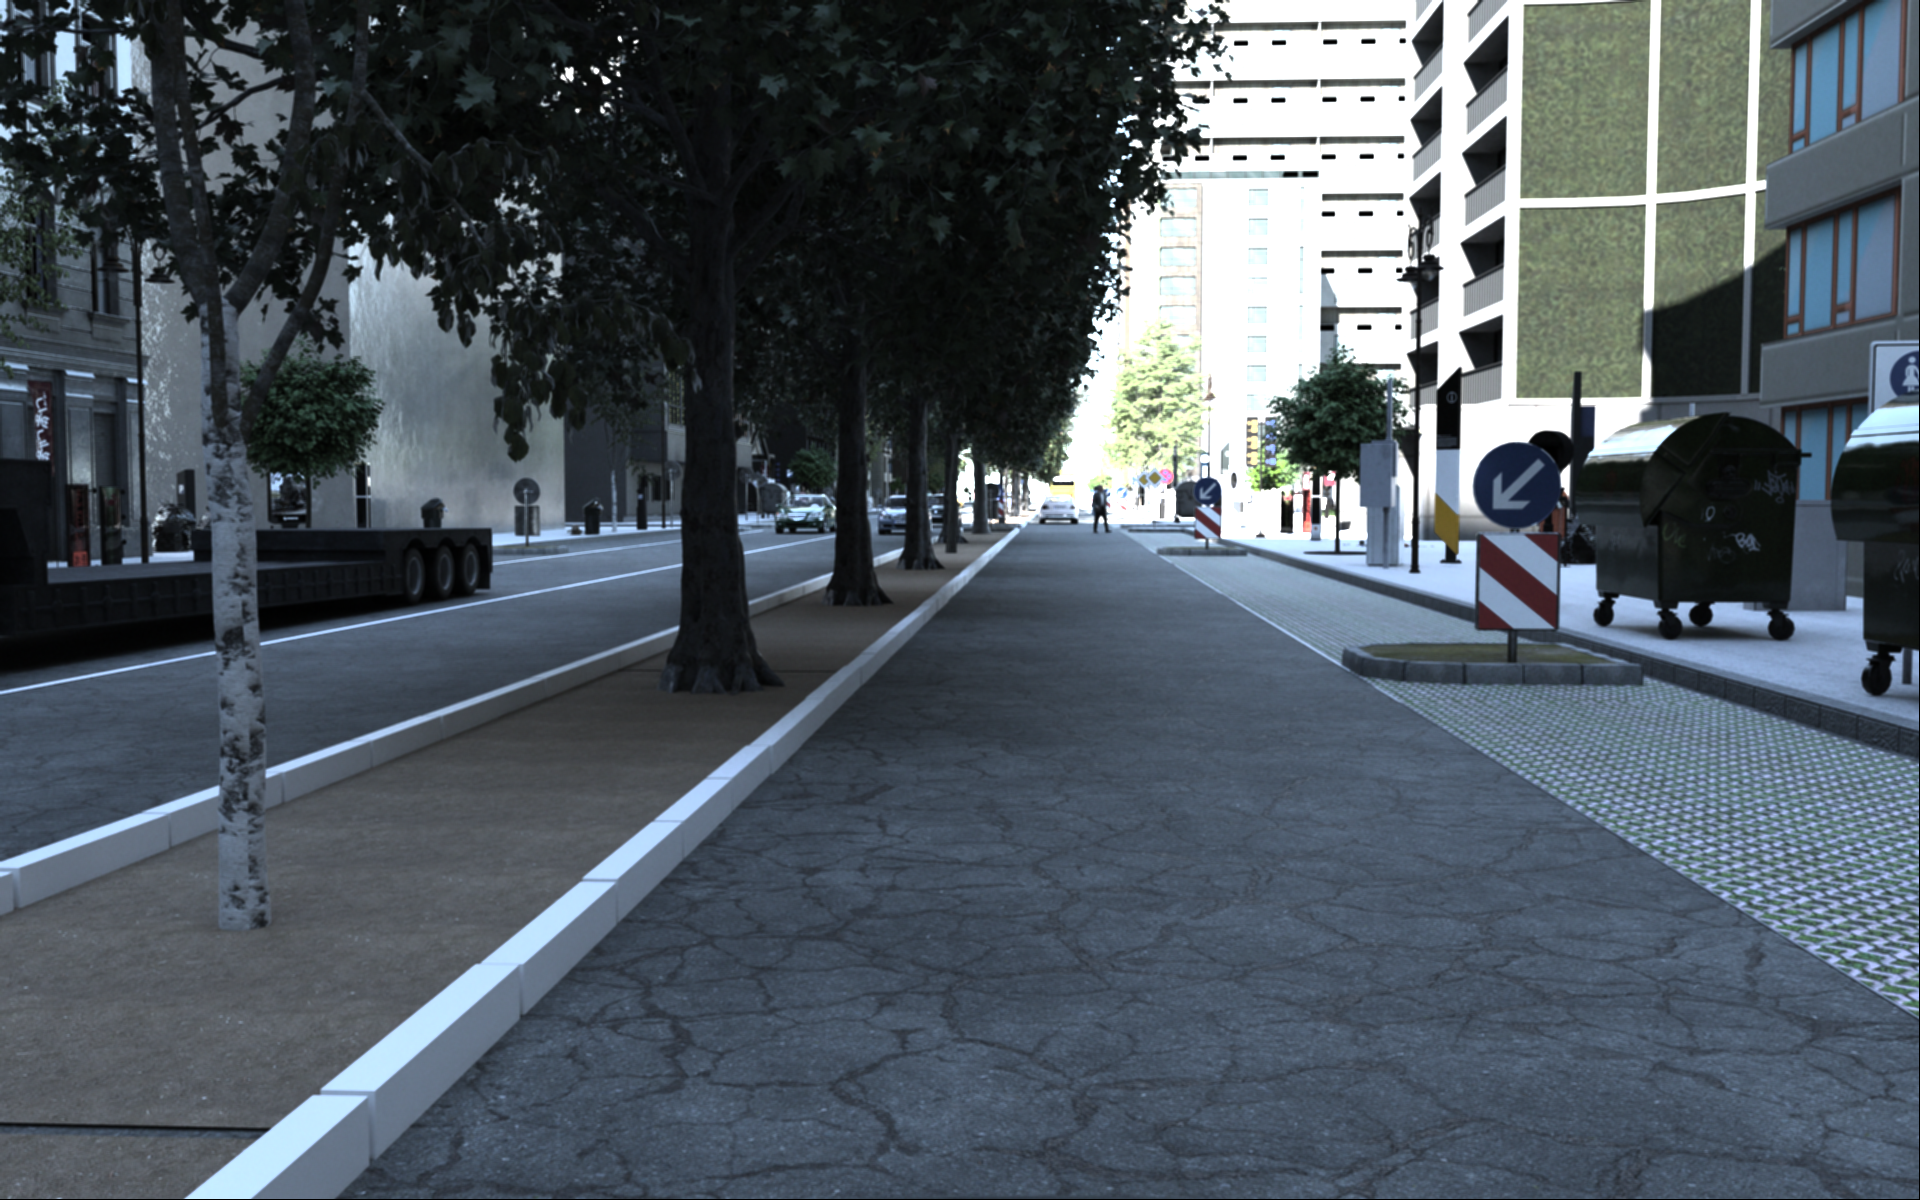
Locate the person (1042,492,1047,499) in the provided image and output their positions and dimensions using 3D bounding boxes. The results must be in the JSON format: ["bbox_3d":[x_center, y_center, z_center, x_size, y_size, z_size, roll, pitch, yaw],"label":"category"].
[{"bbox_3d":[13.215,-15.850,267.658,1.348,1.822,0.705,-1,4,-11],"label":"person"}]

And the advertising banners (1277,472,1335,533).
[{"bbox_3d":[11.374,-3.688,56.487,2.074,3.025,0.090,0,4,-8],"label":"advertising banners"}]

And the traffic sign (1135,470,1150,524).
[{"bbox_3d":[7.796,-4.262,73.333,0.795,2.450,0.064,0,4,3],"label":"traffic sign"}]

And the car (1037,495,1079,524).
[{"bbox_3d":[4.792,-4.411,84.487,2.083,1.381,4.827,0,4,2],"label":"car"}]

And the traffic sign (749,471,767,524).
[{"bbox_3d":[-8.671,-4.320,74.279,0.795,2.450,0.064,0,4,3],"label":"traffic sign"}]

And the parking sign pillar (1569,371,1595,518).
[{"bbox_3d":[13.892,-3.075,38.752,1.447,3.967,1.447,1,4,17],"label":"parking sign pillar"}]

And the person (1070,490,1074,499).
[{"bbox_3d":[10.660,-9.591,165.246,0.705,1.831,1.348,1,4,12],"label":"person"}]

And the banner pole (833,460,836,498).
[{"bbox_3d":[-8.529,-7.797,117.500,0.401,3.779,0.863,1,4,15],"label":"banner pole"}]

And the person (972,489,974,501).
[{"bbox_3d":[1.028,-6.743,118.762,0.388,1.821,0.555,0,4,2],"label":"person"}]

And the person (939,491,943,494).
[{"bbox_3d":[-2.141,-11.143,190.788,1.348,1.812,0.705,1,4,17],"label":"person"}]

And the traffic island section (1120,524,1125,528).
[{"bbox_3d":[7.820,-3.127,73.409,2.009,0.180,2.903,0,4,3],"label":"traffic island section"}]

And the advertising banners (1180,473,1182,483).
[{"bbox_3d":[15.963,-7.802,123.749,0.090,3.025,2.074,2,4,24],"label":"advertising banners"}]

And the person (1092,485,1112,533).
[{"bbox_3d":[5.238,-3.370,63.995,0.661,1.777,0.834,-3,4,-38],"label":"person"}]

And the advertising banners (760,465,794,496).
[{"bbox_3d":[-11.046,-6.637,104.699,2.074,3.025,0.090,0,4,5],"label":"advertising banners"}]

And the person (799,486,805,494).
[{"bbox_3d":[-7.732,-4.705,85.441,0.388,1.821,0.555,1,4,21],"label":"person"}]

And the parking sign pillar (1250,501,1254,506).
[{"bbox_3d":[23.968,-9.406,142.266,1.447,3.967,1.447,-3,4,-38],"label":"parking sign pillar"}]

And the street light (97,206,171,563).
[{"bbox_3d":[-13.334,-3.388,28.175,0.468,5.910,1.993,0,4,3],"label":"street light"}]

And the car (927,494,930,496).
[{"bbox_3d":[-3.367,-9.600,165.748,1.959,1.807,4.718,0,4,4],"label":"car"}]

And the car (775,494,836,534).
[{"bbox_3d":[-5.684,-3.218,64.404,2.131,1.459,4.920,0,4,4],"label":"car"}]

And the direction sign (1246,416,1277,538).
[{"bbox_3d":[8.796,-3.585,50.619,0.876,3.537,0.379,0,4,7],"label":"direction sign"}]

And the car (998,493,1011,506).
[{"bbox_3d":[4.738,-10.459,180.593,1.945,1.707,3.694,0,4,5],"label":"car"}]

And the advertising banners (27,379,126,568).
[{"bbox_3d":[-13.999,-1.914,27.489,0.090,3.025,2.074,1,4,12],"label":"advertising banners"}]

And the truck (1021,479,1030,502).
[{"bbox_3d":[9.942,-17.892,282.291,2.967,4.110,18.799,0,4,3],"label":"truck"}]

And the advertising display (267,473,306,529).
[{"bbox_3d":[-15.759,-2.169,40.673,0.123,1.923,0.974,3,5,43],"label":"advertising display"}]

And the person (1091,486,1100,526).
[{"bbox_3d":[6.032,-4.166,76.872,0.793,1.790,0.793,-1,4,-18],"label":"person"}]

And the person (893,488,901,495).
[{"bbox_3d":[-5.135,-8.152,141.153,0.474,1.900,0.648,2,4,31],"label":"person"}]

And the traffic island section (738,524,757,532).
[{"bbox_3d":[-9.145,-2.697,66.370,2.009,0.180,2.903,0,4,3],"label":"traffic island section"}]

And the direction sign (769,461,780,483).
[{"bbox_3d":[-12.825,-7.791,119.378,0.876,3.537,0.379,0,4,8],"label":"direction sign"}]

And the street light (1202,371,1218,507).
[{"bbox_3d":[9.332,-5.631,64.847,0.468,5.910,1.993,0,4,3],"label":"street light"}]

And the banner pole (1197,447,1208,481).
[{"bbox_3d":[12.983,-6.292,92.895,0.863,3.779,0.401,2,4,24],"label":"banner pole"}]

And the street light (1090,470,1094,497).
[{"bbox_3d":[23.162,-20.460,307.301,0.468,5.910,1.993,0,4,3],"label":"street light"}]

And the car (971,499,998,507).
[{"bbox_3d":[1.906,-7.444,131.498,2.009,1.686,4.222,0,4,4],"label":"car"}]

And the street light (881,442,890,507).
[{"bbox_3d":[-6.520,-10.745,148.468,0.468,5.910,1.993,0,4,3],"label":"street light"}]

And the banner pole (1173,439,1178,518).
[{"bbox_3d":[9.774,-5.422,78.670,0.401,3.779,0.863,0,4,-6],"label":"banner pole"}]

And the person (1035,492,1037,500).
[{"bbox_3d":[13.222,-17.720,299.014,0.721,1.735,1.217,0,4,-6],"label":"person"}]

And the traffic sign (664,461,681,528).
[{"bbox_3d":[-11.047,-4.048,66.283,0.768,2.556,0.104,1,4,9],"label":"traffic sign"}]

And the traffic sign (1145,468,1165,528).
[{"bbox_3d":[7.346,-3.775,65.360,0.795,2.450,0.064,0,4,3],"label":"traffic sign"}]

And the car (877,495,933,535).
[{"bbox_3d":[-1.963,-3.104,62.746,2.014,1.417,4.499,0,4,2],"label":"car"}]

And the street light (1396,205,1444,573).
[{"bbox_3d":[7.403,-3.378,28.018,0.468,5.910,1.993,0,4,3],"label":"street light"}]

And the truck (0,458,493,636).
[{"bbox_3d":[-8.572,-1.587,15.698,2.967,4.110,18.799,0,4,4],"label":"truck"}]

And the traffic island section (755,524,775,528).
[{"bbox_3d":[-8.695,-3.184,74.342,2.009,0.180,2.903,0,4,3],"label":"traffic island section"}]

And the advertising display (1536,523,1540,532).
[{"bbox_3d":[12.408,-1.921,36.630,0.123,1.923,0.974,0,4,1],"label":"advertising display"}]

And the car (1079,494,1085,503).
[{"bbox_3d":[19.052,-16.164,274.503,2.015,1.641,3.980,0,4,2],"label":"car"}]

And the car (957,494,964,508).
[{"bbox_3d":[-0.530,-9.857,171.393,2.015,1.641,3.980,0,4,3],"label":"car"}]

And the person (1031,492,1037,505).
[{"bbox_3d":[10.096,-13.906,236.795,0.756,1.711,0.436,1,4,18],"label":"person"}]

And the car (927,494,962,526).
[{"bbox_3d":[-0.875,-4.056,76.097,2.009,1.686,4.222,0,4,5],"label":"car"}]

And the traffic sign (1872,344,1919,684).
[{"bbox_3d":[6.396,-0.581,11.629,0.606,2.300,0.079,1,4,10],"label":"traffic sign"}]

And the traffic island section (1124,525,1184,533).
[{"bbox_3d":[7.370,-2.639,65.436,2.009,0.180,2.903,0,4,3],"label":"traffic island section"}]

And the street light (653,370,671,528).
[{"bbox_3d":[-11.111,-5.627,64.788,0.468,5.910,1.993,0,4,3],"label":"street light"}]

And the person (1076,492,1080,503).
[{"bbox_3d":[17.966,-15.574,263.796,0.551,1.740,0.621,-1,4,-14],"label":"person"}]
